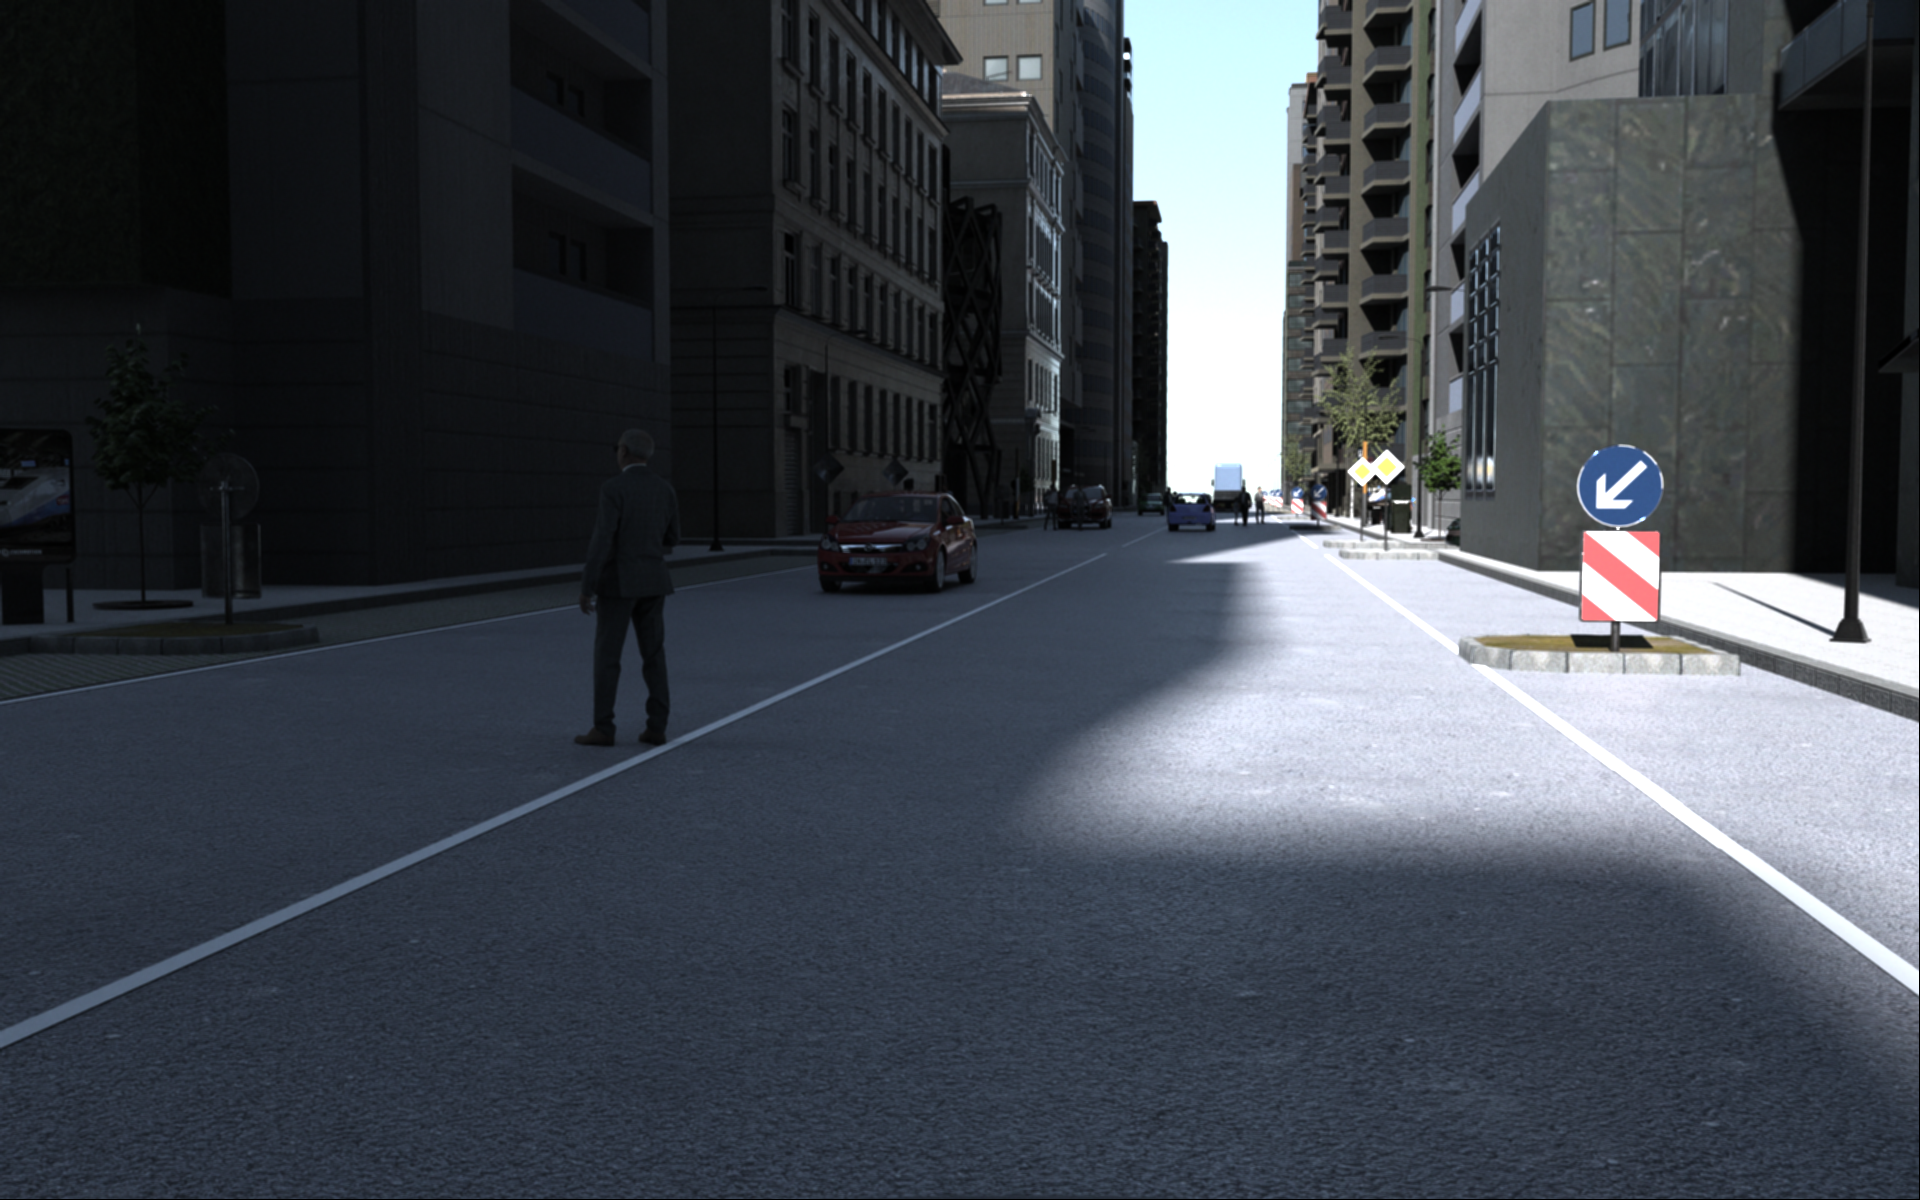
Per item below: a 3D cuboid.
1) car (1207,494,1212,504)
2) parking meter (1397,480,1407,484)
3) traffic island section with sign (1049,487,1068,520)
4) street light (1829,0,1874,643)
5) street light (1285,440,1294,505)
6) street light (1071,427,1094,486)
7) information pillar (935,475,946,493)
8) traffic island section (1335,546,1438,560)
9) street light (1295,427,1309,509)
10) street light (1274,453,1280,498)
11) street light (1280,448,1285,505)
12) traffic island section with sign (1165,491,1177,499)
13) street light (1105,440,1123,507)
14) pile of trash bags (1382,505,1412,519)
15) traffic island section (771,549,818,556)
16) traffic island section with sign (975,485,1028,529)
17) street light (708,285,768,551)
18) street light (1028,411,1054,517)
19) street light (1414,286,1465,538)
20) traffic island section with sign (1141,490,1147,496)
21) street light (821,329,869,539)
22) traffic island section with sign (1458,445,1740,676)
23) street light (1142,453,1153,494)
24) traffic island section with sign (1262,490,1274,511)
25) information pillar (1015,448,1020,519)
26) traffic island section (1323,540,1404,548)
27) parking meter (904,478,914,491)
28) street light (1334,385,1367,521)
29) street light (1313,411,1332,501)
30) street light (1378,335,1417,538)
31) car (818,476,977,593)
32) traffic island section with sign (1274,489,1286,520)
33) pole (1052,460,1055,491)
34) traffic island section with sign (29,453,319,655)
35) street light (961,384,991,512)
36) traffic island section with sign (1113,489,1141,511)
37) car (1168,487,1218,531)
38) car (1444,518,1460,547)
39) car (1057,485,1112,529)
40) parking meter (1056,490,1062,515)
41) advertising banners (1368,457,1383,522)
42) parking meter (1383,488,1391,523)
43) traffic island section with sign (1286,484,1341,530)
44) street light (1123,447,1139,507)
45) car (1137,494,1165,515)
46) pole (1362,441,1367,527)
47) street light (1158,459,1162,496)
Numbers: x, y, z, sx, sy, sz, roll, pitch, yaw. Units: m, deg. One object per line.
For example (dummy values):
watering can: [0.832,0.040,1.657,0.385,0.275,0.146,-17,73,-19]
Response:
car: [33.456,-13.906,236.397,2.155,1.783,4.494,1,4,9]
parking meter: [18.444,-4.070,72.248,0.399,1.863,0.255,0,4,-1]
traffic island section with sign: [6.069,-5.450,97.734,1.989,1.847,2.006,1,4,9]
street light: [7.228,-2.597,15.009,1.470,5.913,1.316,1,4,9]
street light: [28.989,-10.802,149.155,1.470,5.913,1.316,1,4,9]
street light: [8.304,-9.034,120.240,1.470,5.913,1.316,1,4,9]
information pillar: [-0.743,-3.720,65.320,0.304,2.012,0.304,-3,5,-42]
traffic island section: [9.622,-1.028,39.082,2.009,0.180,2.903,1,4,9]
street light: [25.242,-9.372,125.779,1.470,5.913,1.316,1,4,9]
street light: [38.567,-14.395,207.904,1.470,5.913,1.316,1,4,9]
street light: [32.974,-12.249,172.804,1.470,5.913,1.316,1,4,9]
traffic island section with sign: [27.477,-13.489,229.164,1.989,1.847,2.006,1,4,9]
street light: [13.052,-10.793,149.003,1.470,5.913,1.316,1,4,9]
pile of trash bags: [22.186,-4.748,87.379,1.912,1.369,3.447,0,4,-7]
traffic island section: [-3.151,-1.155,41.159,2.009,0.180,2.903,1,4,9]
traffic island section with sign: [1.738,-3.823,71.128,1.989,1.847,2.006,1,4,9]
street light: [-4.958,-4.049,38.749,1.470,5.913,1.316,1,4,9]
street light: [4.527,-7.603,96.847,1.470,5.913,1.316,1,4,9]
street light: [11.071,-4.046,38.698,1.470,5.913,1.316,1,4,9]
traffic island section with sign: [18.444,-10.100,173.767,1.989,1.847,2.006,1,4,9]
street light: [-3.248,-4.680,49.057,1.470,5.913,1.316,1,4,9]
traffic island section with sign: [5.336,-0.374,14.748,1.989,1.847,2.006,1,4,9]
street light: [20.709,-13.652,195.754,1.470,5.913,1.316,1,4,9]
traffic island section with sign: [26.565,-8.347,145.106,1.989,1.847,2.006,1,4,9]
information pillar: [2.929,-5.906,87.921,0.183,3.616,0.504,1,4,13]
traffic island section: [10.906,-1.510,46.963,2.009,0.180,2.903,1,4,9]
parking meter: [-1.918,-3.604,64.642,0.255,1.863,0.399,2,4,25]
street light: [16.746,-6.202,73.943,1.470,5.913,1.316,1,4,9]
street light: [20.673,-7.630,97.290,1.470,5.913,1.316,1,4,9]
street light: [12.894,-4.773,50.583,1.470,5.913,1.316,1,4,9]
car: [-0.905,-1.076,26.633,2.155,1.783,4.494,1,4,10]
traffic island section with sign: [18.606,-5.358,96.224,1.989,1.847,2.006,1,4,9]
pole: [5.586,-6.697,103.332,0.158,3.312,0.155,0,3,0]
traffic island section with sign: [-7.199,-0.467,16.258,1.989,1.847,2.006,1,4,9]
street light: [0.633,-6.175,73.494,1.470,5.913,1.316,1,4,9]
traffic island section with sign: [14.018,-8.436,146.549,1.989,1.847,2.006,1,4,9]
car: [9.155,-3.584,68.190,1.945,1.707,3.694,1,4,11]
car: [14.152,-2.015,42.734,4.222,1.686,2.009,1,4,9]
car: [5.261,-3.915,72.680,2.281,1.827,5.304,1,4,8]
parking meter: [6.171,-6.075,107.730,0.372,1.533,0.369,0,3,0]
advertising banners: [19.442,-5.144,80.298,0.090,3.025,2.074,-1,4,-18]
parking meter: [18.954,-4.182,76.787,0.372,1.533,0.369,0,3,0]
traffic island section with sign: [14.268,-3.730,69.609,1.989,1.847,2.006,1,4,9]
street light: [16.876,-12.222,172.367,1.470,5.913,1.316,1,4,9]
car: [13.072,-6.691,118.193,1.959,1.807,4.718,0,4,8]
pole: [15.641,-4.475,67.014,0.158,3.312,0.155,0,3,0]
street light: [26.130,-15.751,230.074,1.470,5.913,1.316,1,4,9]
